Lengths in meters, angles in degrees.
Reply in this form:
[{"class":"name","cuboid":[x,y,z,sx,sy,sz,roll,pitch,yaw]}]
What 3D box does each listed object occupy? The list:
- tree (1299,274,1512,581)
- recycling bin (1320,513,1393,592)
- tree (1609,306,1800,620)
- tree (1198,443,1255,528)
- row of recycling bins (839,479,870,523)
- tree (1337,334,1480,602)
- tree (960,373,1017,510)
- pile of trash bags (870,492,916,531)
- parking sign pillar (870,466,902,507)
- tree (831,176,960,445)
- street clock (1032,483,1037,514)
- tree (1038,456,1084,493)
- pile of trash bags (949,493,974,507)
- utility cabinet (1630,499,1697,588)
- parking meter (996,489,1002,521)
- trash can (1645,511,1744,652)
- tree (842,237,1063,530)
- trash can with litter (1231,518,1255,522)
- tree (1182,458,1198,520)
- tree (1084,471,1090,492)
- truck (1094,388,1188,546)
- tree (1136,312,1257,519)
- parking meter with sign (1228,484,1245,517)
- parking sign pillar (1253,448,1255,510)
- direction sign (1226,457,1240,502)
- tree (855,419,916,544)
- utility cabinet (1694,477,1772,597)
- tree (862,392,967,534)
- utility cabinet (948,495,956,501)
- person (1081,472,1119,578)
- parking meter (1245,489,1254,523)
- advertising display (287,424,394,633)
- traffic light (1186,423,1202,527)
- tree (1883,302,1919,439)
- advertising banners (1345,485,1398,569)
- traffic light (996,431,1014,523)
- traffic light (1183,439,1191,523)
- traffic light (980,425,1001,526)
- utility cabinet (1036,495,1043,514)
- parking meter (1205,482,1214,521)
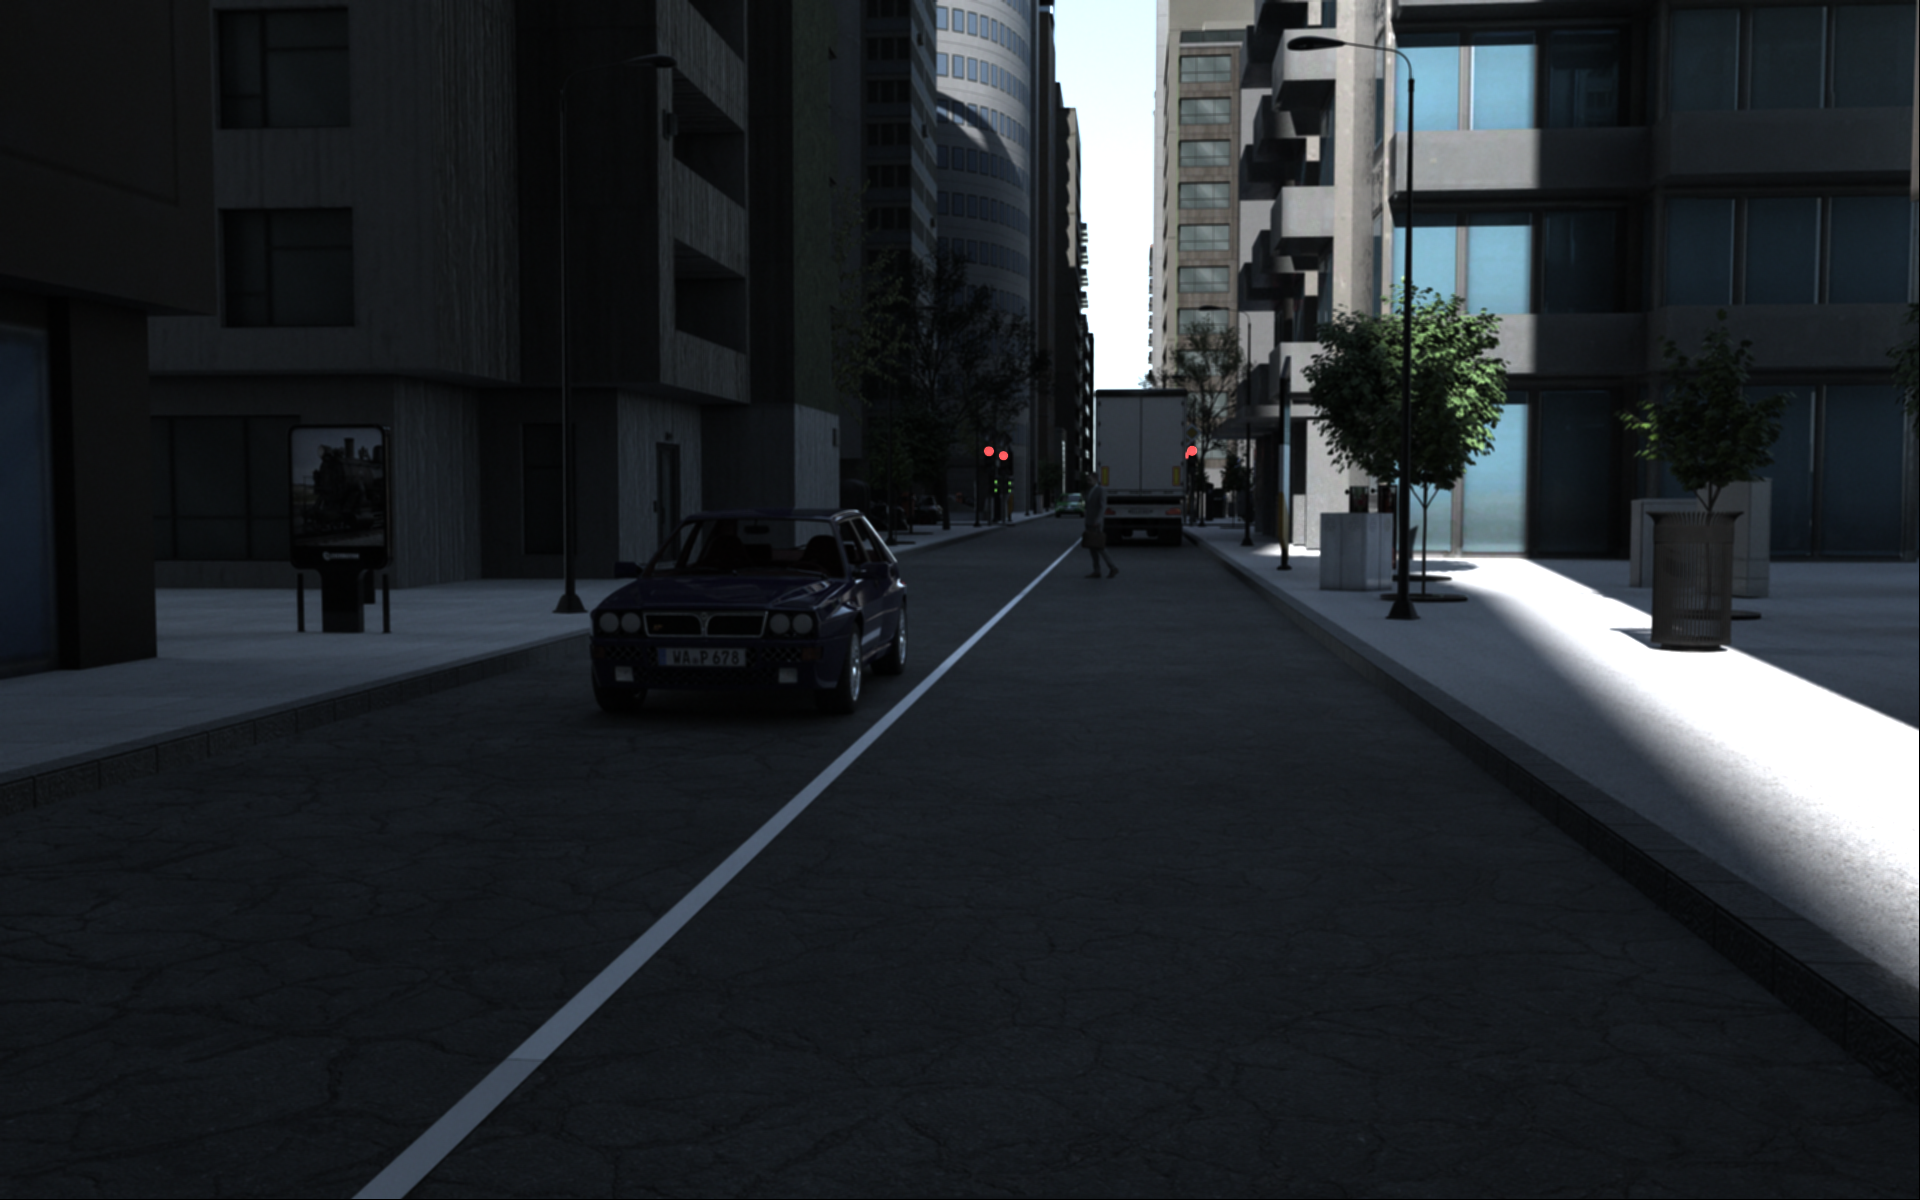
[{"class":"tree","cuboid":[6.739,-2.591,26.070,4.285,4.588,4.351,0,3,0]},{"class":"recycling bin","cuboid":[5.313,-0.652,23.219,0.722,1.027,0.722,3,5,45]},{"class":"tree","cuboid":[7.830,-1.423,17.876,1.663,3.219,1.824,0,3,0]},{"class":"tree","cuboid":[10.207,-4.295,64.828,1.663,3.219,1.824,0,3,0]},{"class":"row of recycling bins","cuboid":[-3.066,-2.544,48.706,1.069,1.692,3.534,0,3,0]},{"class":"tree","cuboid":[5.688,-1.617,21.046,1.663,3.219,1.824,0,3,0]},{"class":"tree","cuboid":[1.094,-9.383,103.768,4.737,8.622,4.395,0,3,0]},{"class":"pile of trash bags","cuboid":[-2.614,-3.139,61.082,1.912,1.369,3.447,2,4,31]},{"class":"parking sign pillar","cuboid":[-2.869,-4.880,68.264,1.447,3.967,1.447,0,4,8]},{"class":"tree","cuboid":[-3.223,-5.413,38.869,4.737,8.622,4.395,0,3,0]},{"class":"street clock","cuboid":[4.729,-6.405,109.288,0.358,2.002,0.471,0,4,4]},{"class":"tree","cuboid":[7.336,-9.944,146.295,4.285,4.588,4.351,0,3,0]},{"class":"pile of trash bags","cuboid":[-0.064,-6.083,109.207,1.912,1.369,3.447,0,4,-2]},{"class":"utility cabinet","cuboid":[9.766,-0.776,23.843,1.020,1.237,0.306,-1,4,-9]},{"class":"parking meter","cuboid":[1.798,-4.504,82.053,0.372,1.533,0.369,0,3,0]},{"class":"trash can","cuboid":[6.010,-0.157,14.215,0.748,1.137,0.748,0,3,0]},{"class":"tree","cuboid":[-0.407,-7.811,62.129,8.767,10.594,7.601,1,4,9]},{"class":"trash can with litter","cuboid":[13.732,-4.279,81.024,2.233,1.210,1.678,2,4,26]},{"class":"tree","cuboid":[11.704,-5.503,84.575,1.663,3.219,1.824,0,3,0]},{"class":"tree","cuboid":[15.487,-14.699,224.040,4.285,4.588,4.351,0,3,0]},{"class":"truck","cuboid":[5.366,-3.835,51.616,2.839,4.237,11.283,0,4,6]},{"class":"tree","cuboid":[12.322,-9.508,89.867,8.767,10.594,7.601,0,4,6]},{"class":"parking meter with sign","cuboid":[15.676,-6.078,95.637,1.738,3.016,0.543,2,4,31]},{"class":"parking sign pillar","cuboid":[17.680,-6.861,100.652,1.447,3.967,1.447,1,4,15]},{"class":"direction sign","cuboid":[16.527,-6.909,104.958,0.876,3.537,0.379,-1,4,-13]},{"class":"tree","cuboid":[-1.617,-3.067,44.749,1.663,3.219,1.824,0,3,0]},{"class":"utility cabinet","cuboid":[9.734,-0.803,21.809,0.318,1.500,1.173,0,4,-7]},{"class":"tree","cuboid":[-1.494,-4.396,55.583,4.285,4.588,4.351,0,3,0]},{"class":"utility cabinet","cuboid":[-0.729,-6.184,112.269,1.020,1.237,0.306,-1,4,-12]},{"class":"person","cuboid":[2.307,-1.284,29.612,0.853,1.813,0.709,-2,4,-33]},{"class":"parking meter","cuboid":[12.752,-4.154,76.324,0.372,1.533,0.369,0,3,0]},{"class":"advertising display","cuboid":[-5.719,-0.660,16.005,0.974,1.923,0.123,1,4,9]},{"class":"traffic light","cuboid":[9.122,-4.858,68.345,0.839,4.253,0.868,0,4,6]},{"class":"tree","cuboid":[13.692,-2.351,22.159,4.285,4.588,4.351,0,3,0]},{"class":"advertising banners","cuboid":[7.243,-2.031,29.390,2.074,3.025,0.090,-3,4,-38]},{"class":"traffic light","cuboid":[1.974,-5.390,77.048,0.839,4.253,0.868,0,4,6]},{"class":"traffic light","cuboid":[9.899,-5.344,76.292,0.839,4.253,0.868,0,4,6]},{"class":"traffic light","cuboid":[1.197,-4.904,69.101,0.839,4.253,0.868,0,4,6]},{"class":"utility cabinet","cuboid":[5.115,-6.151,111.733,0.306,1.237,1.020,1,4,13]},{"class":"parking meter","cuboid":[11.942,-4.717,82.834,0.399,1.863,0.255,0,4,-5]}]
